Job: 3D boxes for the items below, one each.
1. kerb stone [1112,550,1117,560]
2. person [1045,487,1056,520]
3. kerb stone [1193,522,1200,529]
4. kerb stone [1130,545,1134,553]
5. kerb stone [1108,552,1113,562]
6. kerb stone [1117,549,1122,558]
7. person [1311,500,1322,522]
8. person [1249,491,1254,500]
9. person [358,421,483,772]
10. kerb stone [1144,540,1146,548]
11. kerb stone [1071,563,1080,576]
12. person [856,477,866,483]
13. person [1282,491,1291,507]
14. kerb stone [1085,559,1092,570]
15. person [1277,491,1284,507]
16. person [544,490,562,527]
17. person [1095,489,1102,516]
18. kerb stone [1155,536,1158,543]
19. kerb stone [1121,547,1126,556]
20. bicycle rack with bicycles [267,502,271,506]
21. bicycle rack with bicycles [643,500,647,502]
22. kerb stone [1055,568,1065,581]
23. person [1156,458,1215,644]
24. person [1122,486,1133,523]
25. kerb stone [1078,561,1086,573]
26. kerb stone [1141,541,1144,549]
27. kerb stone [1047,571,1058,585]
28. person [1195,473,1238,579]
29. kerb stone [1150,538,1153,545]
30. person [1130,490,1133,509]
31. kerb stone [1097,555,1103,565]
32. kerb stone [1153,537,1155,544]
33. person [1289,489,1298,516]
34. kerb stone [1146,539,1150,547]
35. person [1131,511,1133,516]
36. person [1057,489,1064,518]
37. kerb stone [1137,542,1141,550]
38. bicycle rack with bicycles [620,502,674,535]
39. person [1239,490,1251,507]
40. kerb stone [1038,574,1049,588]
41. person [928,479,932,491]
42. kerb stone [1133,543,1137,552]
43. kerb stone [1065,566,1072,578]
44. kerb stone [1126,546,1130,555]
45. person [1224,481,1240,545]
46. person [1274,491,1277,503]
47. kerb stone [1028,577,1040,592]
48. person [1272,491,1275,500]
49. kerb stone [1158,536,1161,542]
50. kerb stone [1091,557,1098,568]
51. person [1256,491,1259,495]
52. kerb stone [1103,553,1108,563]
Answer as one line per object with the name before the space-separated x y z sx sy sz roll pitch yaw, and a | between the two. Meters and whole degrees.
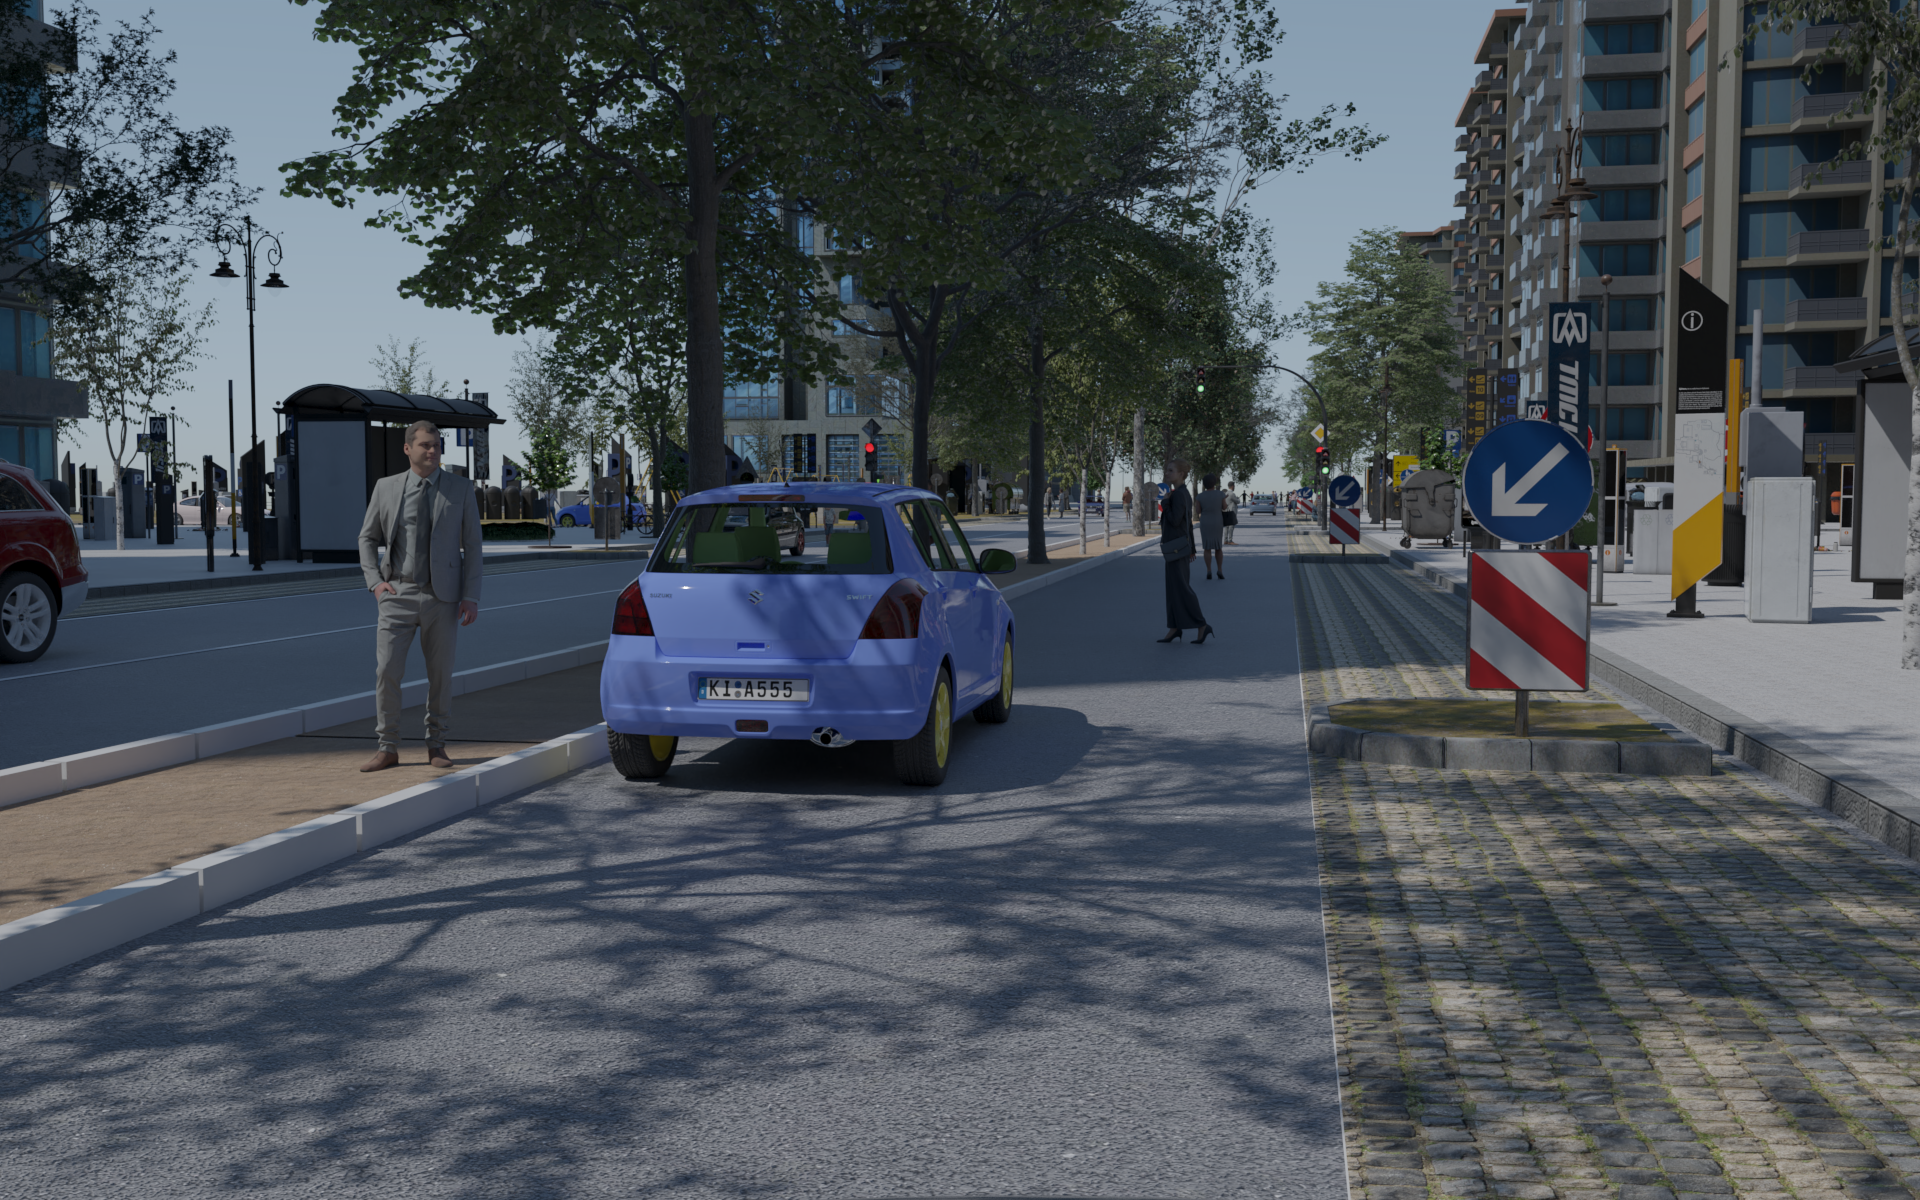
kerb stone | 3.264 -0.948 37.708 0.120 0.150 1.000 1 4 11
person | 5.067 -5.410 97.130 0.709 1.800 0.728 -1 4 -14
kerb stone | 10.313 -3.251 75.494 0.120 0.150 1.000 1 4 11
kerb stone | 4.022 -1.195 41.734 0.120 0.150 1.000 1 4 11
kerb stone | 3.083 -0.887 36.695 0.120 0.150 1.000 1 4 11
kerb stone | 3.460 -1.010 38.711 0.120 0.150 1.000 1 4 11
person | 18.458 -4.594 89.114 0.738 1.151 1.012 2 4 24
person | 38.899 -13.587 230.587 1.348 1.831 0.705 -3 4 -37
person | -2.825 -0.029 9.066 0.635 1.810 0.391 -1 4 -19
kerb stone | 4.762 -1.442 45.768 0.120 0.150 1.000 1 4 11
kerb stone | 1.953 -0.511 30.640 0.120 0.150 1.000 1 4 11
person | -2.122 -1.692 36.509 0.624 1.780 0.694 1 4 11
person | 32.211 -9.848 170.233 1.217 1.735 0.721 0 4 1
kerb stone | 2.331 -0.639 32.649 0.120 0.150 1.000 1 4 11
person | 36.330 -11.407 195.726 1.217 1.735 0.721 -1 4 -13
person | -16.096 -3.637 68.639 0.598 1.740 0.731 3 5 43
person | 9.192 -6.474 114.898 0.519 1.759 0.362 -3 5 -42
kerb stone | 5.520 -1.686 49.802 0.120 0.150 1.000 1 4 11
kerb stone | 3.638 -1.069 39.718 0.120 0.150 1.000 1 4 11
bicycle rack with bicycles | -58.517 -7.989 143.998 2.925 0.926 2.852 3 5 41
bicycle rack with bicycles | -20.351 -6.145 113.848 2.925 0.926 2.852 -1 4 -13
kerb stone | 1.577 -0.393 28.627 0.120 0.150 1.000 1 4 11
person | 2.152 -0.474 16.677 0.534 1.772 0.576 0 4 -7
person | 8.441 -4.824 87.352 0.573 1.828 0.580 0 4 4
kerb stone | 2.146 -0.574 31.644 0.120 0.150 1.000 1 4 11
kerb stone | 4.583 -1.380 44.762 0.120 0.150 1.000 1 4 11
kerb stone | 1.396 -0.332 27.620 0.120 0.150 1.000 1 4 11
person | 4.317 -1.240 29.136 0.716 1.782 0.532 0 4 8
kerb stone | 5.146 -1.565 47.788 0.120 0.150 1.000 1 4 11
person | 15.780 -9.314 160.654 0.709 1.838 0.599 0 4 -1
kerb stone | 2.704 -0.762 34.677 0.120 0.150 1.000 1 4 11
kerb stone | 5.332 -1.626 48.797 0.120 0.150 1.000 1 4 11
person | 22.217 -6.490 115.203 0.643 1.750 0.593 -3 5 -43
kerb stone | 4.957 -1.503 46.781 0.120 0.150 1.000 1 4 11
person | 11.876 -6.520 115.326 0.699 1.804 1.509 3 4 39
person | 6.070 -5.872 105.077 0.524 1.755 0.480 2 4 26
kerb stone | 4.397 -1.319 43.757 0.120 0.150 1.000 1 4 11
bicycle rack with bicycles | -9.508 -2.580 55.567 2.925 0.926 2.852 1 4 14
person | 30.459 -10.844 185.424 1.348 1.869 0.705 -1 4 -8
kerb stone | 1.200 -0.265 26.617 0.120 0.150 1.000 1 4 11
person | -0.680 -1.552 34.621 0.466 1.731 0.760 -3 5 -45
kerb stone | 4.207 -1.257 42.739 0.120 0.150 1.000 1 4 11
kerb stone | 1.762 -0.452 29.633 0.120 0.150 1.000 1 4 11
kerb stone | 3.842 -1.133 40.728 0.120 0.150 1.000 1 4 11
person | 7.717 -2.462 48.932 0.466 1.800 0.511 -2 4 -29
person | 40.976 -13.277 225.442 0.709 1.838 0.599 -3 5 -40
kerb stone | 1.013 -0.208 25.596 0.120 0.150 1.000 1 4 11
person | 30.728 -9.893 170.776 0.750 1.759 0.617 1 4 17
kerb stone | 5.719 -1.743 50.805 0.120 0.150 1.000 1 4 11
kerb stone | 2.515 -0.701 33.658 0.120 0.150 1.000 1 4 11
person | 30.560 -10.288 177.433 1.217 1.743 0.721 -1 4 -15
kerb stone | 2.887 -0.825 35.683 0.120 0.150 1.000 1 4 11
